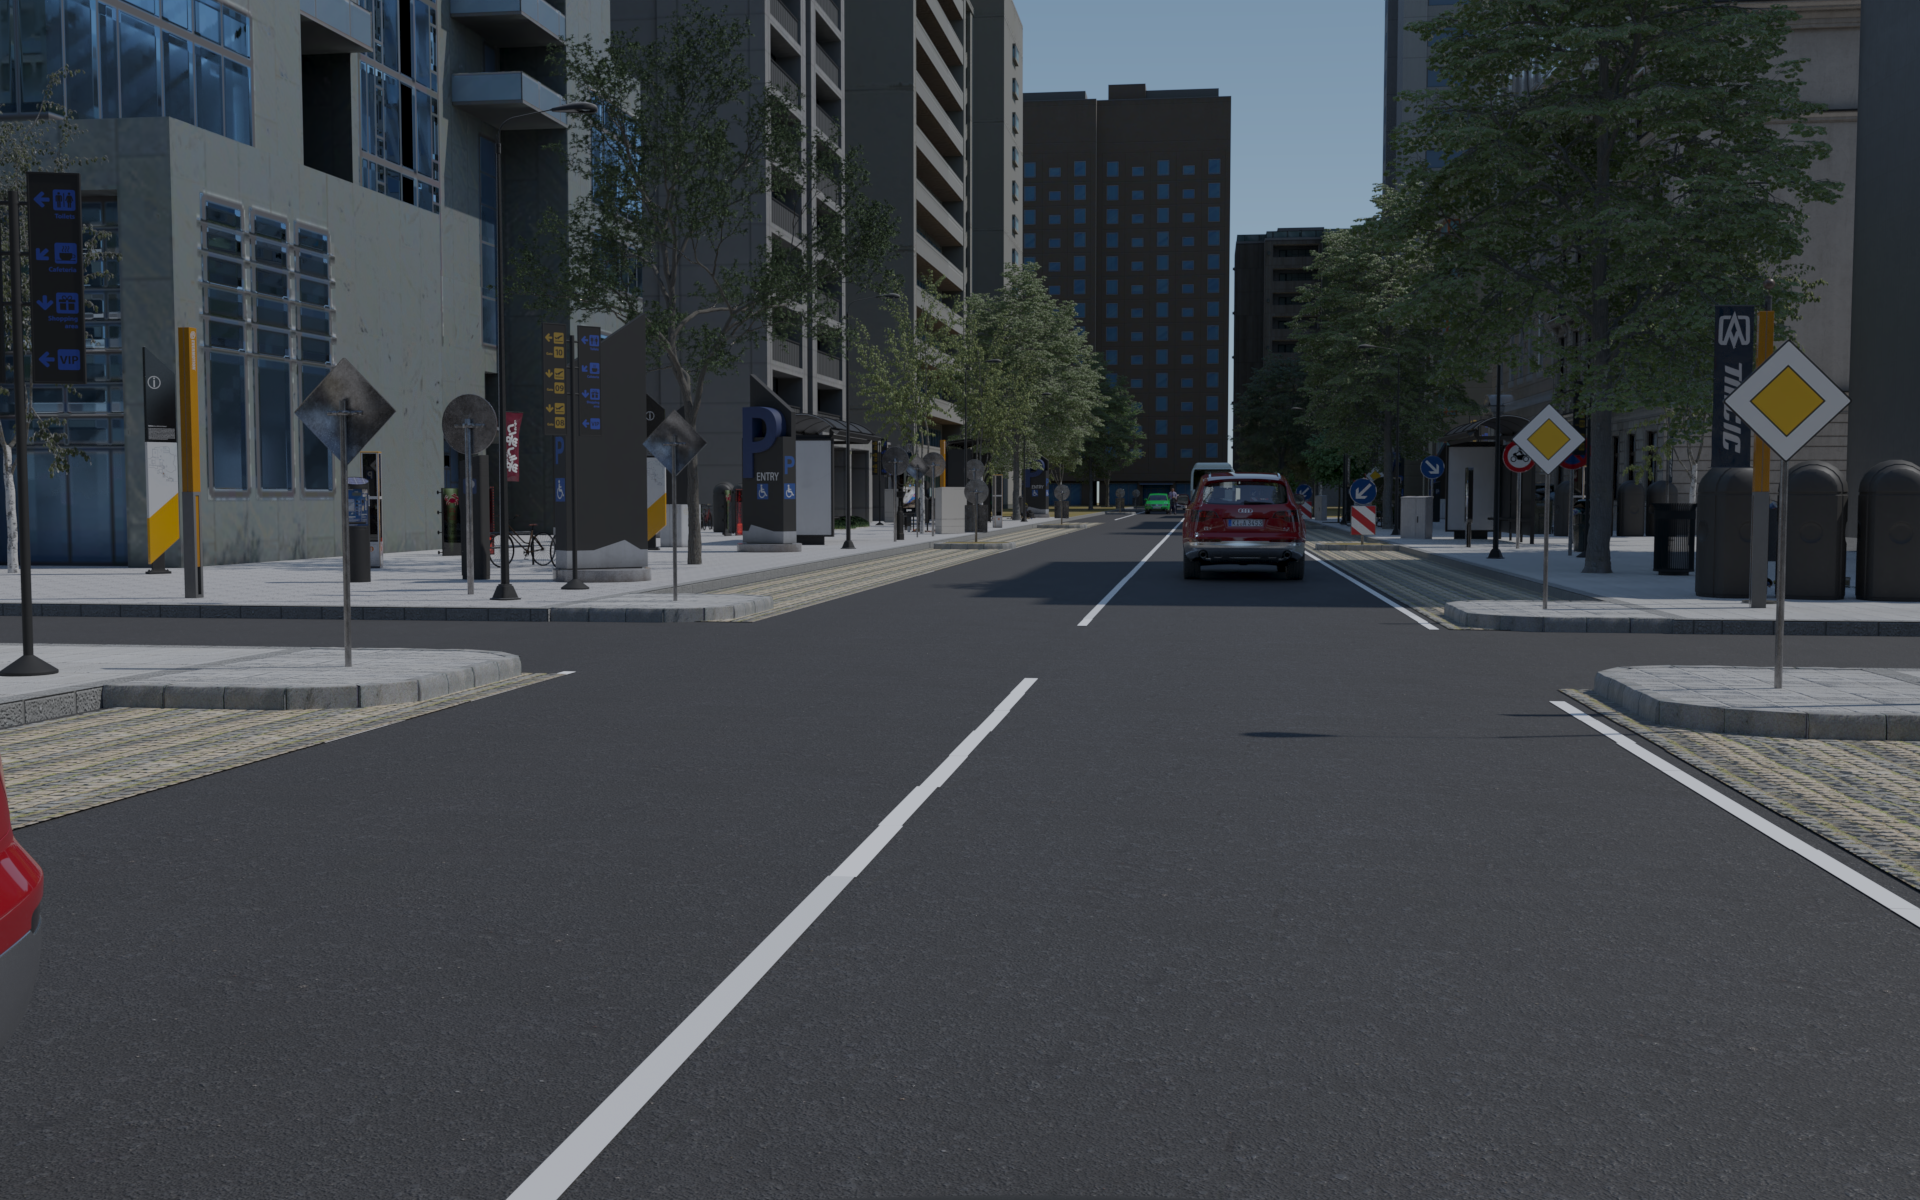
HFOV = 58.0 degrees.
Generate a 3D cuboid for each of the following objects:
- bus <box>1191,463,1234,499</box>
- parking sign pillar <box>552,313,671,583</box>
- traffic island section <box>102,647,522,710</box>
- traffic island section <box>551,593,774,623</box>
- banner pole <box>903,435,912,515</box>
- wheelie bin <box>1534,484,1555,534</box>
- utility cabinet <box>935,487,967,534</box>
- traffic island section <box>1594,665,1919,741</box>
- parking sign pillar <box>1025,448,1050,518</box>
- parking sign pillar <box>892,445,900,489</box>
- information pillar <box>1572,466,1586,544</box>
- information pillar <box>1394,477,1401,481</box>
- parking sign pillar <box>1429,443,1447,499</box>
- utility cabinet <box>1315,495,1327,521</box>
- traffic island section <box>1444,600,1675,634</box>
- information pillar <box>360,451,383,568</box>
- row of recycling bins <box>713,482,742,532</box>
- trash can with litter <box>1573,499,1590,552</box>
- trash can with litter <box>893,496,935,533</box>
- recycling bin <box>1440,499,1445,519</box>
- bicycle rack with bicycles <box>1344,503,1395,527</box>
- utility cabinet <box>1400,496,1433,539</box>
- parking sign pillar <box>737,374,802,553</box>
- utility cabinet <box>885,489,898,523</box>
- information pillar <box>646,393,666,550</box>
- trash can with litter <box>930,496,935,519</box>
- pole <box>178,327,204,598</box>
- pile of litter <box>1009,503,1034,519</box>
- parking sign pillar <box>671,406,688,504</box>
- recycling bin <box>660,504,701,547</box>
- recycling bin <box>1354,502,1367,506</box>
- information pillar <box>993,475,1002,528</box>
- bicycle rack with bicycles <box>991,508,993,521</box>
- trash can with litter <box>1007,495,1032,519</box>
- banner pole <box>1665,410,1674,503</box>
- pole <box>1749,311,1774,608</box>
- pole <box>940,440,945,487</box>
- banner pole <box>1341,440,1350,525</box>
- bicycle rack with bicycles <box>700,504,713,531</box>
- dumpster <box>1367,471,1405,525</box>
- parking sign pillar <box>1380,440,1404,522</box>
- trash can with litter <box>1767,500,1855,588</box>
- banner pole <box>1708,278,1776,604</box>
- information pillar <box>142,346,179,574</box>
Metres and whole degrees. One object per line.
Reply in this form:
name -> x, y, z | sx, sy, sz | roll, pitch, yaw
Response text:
bus -> 15.996, -6.967, 108.774 | 2.948, 3.499, 13.247 | 1, 4, 9
parking sign pillar -> -5.316, -2.272, 25.624 | 1.447, 3.967, 1.447 | -3, 4, -36
traffic island section -> -4.567, 0.575, 12.873 | 2.009, 0.180, 2.903 | 0, 4, 8
traffic island section -> -3.436, 0.092, 20.778 | 2.009, 0.180, 2.903 | 0, 4, 8
banner pole -> -2.169, -4.962, 71.151 | 0.401, 3.779, 0.863 | -2, 4, -33
wheelie bin -> 18.676, -2.904, 55.389 | 0.980, 1.594, 0.693 | 1, 4, 23
utility cabinet -> -0.300, -2.874, 55.672 | 0.318, 1.500, 1.173 | 3, 5, 43
traffic island section -> 5.422, 0.663, 11.445 | 2.009, 0.180, 2.903 | 0, 4, 8
parking sign pillar -> 4.131, -6.434, 93.673 | 1.447, 3.967, 1.447 | 2, 4, 26
parking sign pillar -> -3.446, -6.427, 93.550 | 1.447, 3.967, 1.447 | 0, 4, -2
information pillar -> 16.028, -2.465, 44.792 | 0.304, 2.012, 0.304 | 3, 5, 40
information pillar -> 19.271, -4.398, 76.404 | 0.304, 2.012, 0.304 | 0, 4, 3
parking sign pillar -> 24.961, -6.241, 90.516 | 1.447, 3.967, 1.447 | 3, 4, 37
utility cabinet -> 17.498, -4.454, 83.989 | 0.306, 1.237, 1.020 | 0, 4, -7
traffic island section -> 6.553, 0.179, 19.350 | 2.009, 0.180, 2.903 | 0, 4, 8
information pillar -> -10.163, -1.556, 29.930 | 0.304, 2.012, 0.304 | -1, 4, -9
row of recycling bins -> -6.726, -3.082, 57.500 | 3.534, 1.692, 1.069 | 2, 4, 29
trash can with litter -> 13.850, -1.665, 38.614 | 0.624, 1.170, 1.055 | 1, 4, 14
trash can with litter -> -1.099, -2.864, 57.885 | 1.678, 1.210, 2.233 | -2, 4, -35
recycling bin -> 24.871, -4.624, 88.161 | 0.722, 1.027, 0.722 | -1, 4, -16
bicycle rack with bicycles -> 16.673, -3.303, 67.394 | 2.852, 0.926, 2.925 | -1, 4, -17
utility cabinet -> 13.125, -2.364, 49.820 | 0.306, 1.237, 1.020 | -2, 4, -29
parking sign pillar -> -4.252, -3.061, 38.514 | 1.447, 3.967, 1.447 | 3, 5, 39
utility cabinet -> -2.736, -4.147, 76.476 | 1.173, 1.500, 0.318 | 2, 4, 25
information pillar -> -6.959, -2.942, 39.460 | 0.504, 3.616, 0.183 | 0, 4, 4
trash can with litter -> -1.200, -4.614, 86.821 | 1.055, 1.170, 0.624 | -3, 4, -39
pole -> -9.460, -1.679, 21.297 | 0.158, 3.312, 0.155 | 0, 3, 0
pile of litter -> 3.210, -4.729, 91.290 | 1.719, 0.858, 1.176 | -1, 4, -12
parking sign pillar -> -8.486, -3.821, 50.941 | 1.447, 3.967, 1.447 | 1, 4, 13
recycling bin -> -6.784, -1.802, 42.022 | 0.722, 1.027, 0.722 | 2, 4, 35
recycling bin -> 18.955, -4.268, 82.333 | 0.722, 1.027, 0.722 | -1, 4, -15
information pillar -> 1.423, -3.745, 65.728 | 0.304, 2.012, 0.304 | -1, 4, -19
bicycle rack with bicycles -> 0.205, -4.286, 83.455 | 2.852, 0.926, 2.925 | -1, 4, -11
trash can with litter -> 2.888, -4.718, 88.195 | 1.678, 1.210, 2.233 | 2, 4, 29
banner pole -> 19.348, -3.500, 47.235 | 0.401, 3.779, 0.863 | 1, 4, 11
pole -> 8.998, -1.566, 19.440 | 0.158, 3.312, 0.155 | 0, 3, 0
pole -> -0.653, -4.377, 65.414 | 0.158, 3.312, 0.155 | 0, 3, 0
banner pole -> 15.879, -4.950, 70.952 | 0.401, 3.779, 0.863 | 0, 4, -1
bicycle rack with bicycles -> -9.839, -2.985, 62.184 | 2.852, 0.926, 2.925 | 1, 4, 9
dumpster -> 17.091, -4.119, 69.836 | 1.502, 2.255, 1.985 | 0, 4, 8
parking sign pillar -> 19.977, -5.557, 79.325 | 1.447, 3.967, 1.447 | 0, 4, 0
trash can with litter -> 11.558, -0.791, 23.997 | 2.233, 1.210, 1.678 | 2, 4, 28
banner pole -> 9.165, -1.847, 20.220 | 0.863, 3.779, 0.401 | 0, 4, -1
information pillar -> -12.812, -2.226, 27.752 | 0.183, 3.616, 0.504 | 3, 5, 42
